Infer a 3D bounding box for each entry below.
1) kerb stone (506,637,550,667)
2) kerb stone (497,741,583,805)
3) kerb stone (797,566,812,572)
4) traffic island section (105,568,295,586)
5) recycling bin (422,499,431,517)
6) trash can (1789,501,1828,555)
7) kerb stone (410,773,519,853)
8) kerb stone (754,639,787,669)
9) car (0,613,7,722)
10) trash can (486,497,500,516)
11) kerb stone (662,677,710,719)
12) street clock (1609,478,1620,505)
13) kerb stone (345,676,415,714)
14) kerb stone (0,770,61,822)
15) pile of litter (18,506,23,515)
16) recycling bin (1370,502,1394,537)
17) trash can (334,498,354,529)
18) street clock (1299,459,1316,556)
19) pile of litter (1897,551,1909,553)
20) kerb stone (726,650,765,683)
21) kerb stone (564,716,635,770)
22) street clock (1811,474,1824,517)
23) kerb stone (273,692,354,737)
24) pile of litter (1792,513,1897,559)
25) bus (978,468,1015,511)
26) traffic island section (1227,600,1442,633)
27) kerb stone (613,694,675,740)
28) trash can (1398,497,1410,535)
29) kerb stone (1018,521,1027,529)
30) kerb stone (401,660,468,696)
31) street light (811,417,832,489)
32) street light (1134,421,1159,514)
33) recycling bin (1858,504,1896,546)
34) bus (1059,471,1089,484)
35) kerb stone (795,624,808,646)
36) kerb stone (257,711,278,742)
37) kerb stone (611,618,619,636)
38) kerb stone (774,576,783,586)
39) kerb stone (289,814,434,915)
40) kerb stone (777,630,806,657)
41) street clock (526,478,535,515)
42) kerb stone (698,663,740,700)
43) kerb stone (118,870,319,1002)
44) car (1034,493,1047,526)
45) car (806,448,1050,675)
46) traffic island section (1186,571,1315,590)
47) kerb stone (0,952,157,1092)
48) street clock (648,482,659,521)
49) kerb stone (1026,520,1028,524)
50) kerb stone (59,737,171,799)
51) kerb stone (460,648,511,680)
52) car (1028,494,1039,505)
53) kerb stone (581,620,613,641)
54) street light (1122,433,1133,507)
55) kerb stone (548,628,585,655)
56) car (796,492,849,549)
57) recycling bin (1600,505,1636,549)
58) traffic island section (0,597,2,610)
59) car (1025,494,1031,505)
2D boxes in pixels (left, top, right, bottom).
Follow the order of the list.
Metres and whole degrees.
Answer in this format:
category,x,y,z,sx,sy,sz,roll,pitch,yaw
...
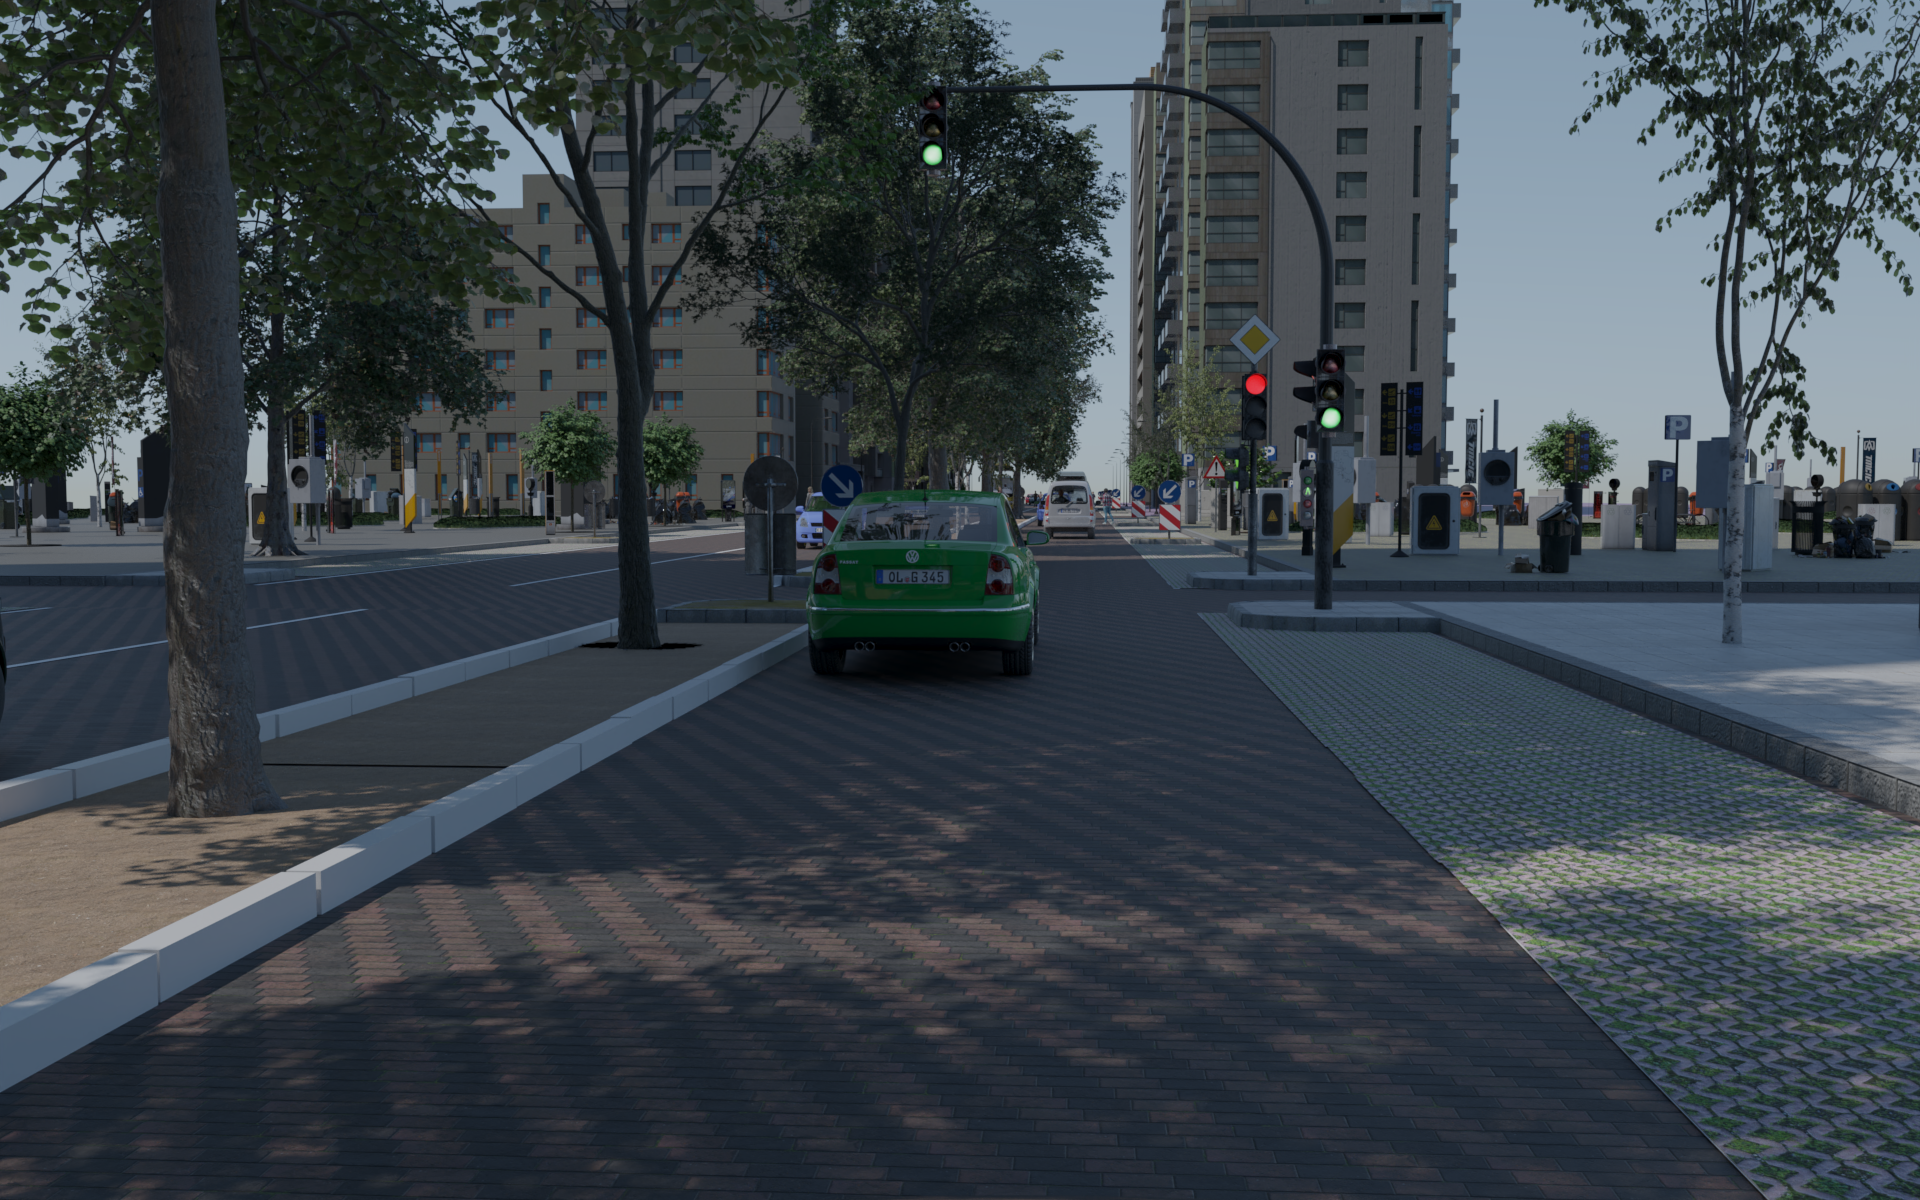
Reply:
category,x,y,z,sx,sy,sz,roll,pitch,yaw
kerb stone,-3.718,0.457,14.725,0.120,0.150,1.000,0,4,4
kerb stone,-2.054,0.847,8.437,0.120,0.150,1.000,0,4,4
kerb stone,-2.671,-0.453,29.603,0.120,0.150,1.000,0,4,4
traffic island section,-12.322,-0.381,28.503,2.009,0.180,2.903,0,4,4
recycling bin,-29.996,-5.142,96.632,0.722,1.027,0.722,1,4,10
trash can,17.812,-1.513,36.395,0.748,1.137,0.748,0,3,0
kerb stone,-2.121,0.906,7.417,0.120,0.150,1.000,0,4,4
kerb stone,-1.623,0.470,14.563,0.120,0.150,1.000,0,4,4
car,-6.323,0.100,8.149,2.009,1.686,4.222,0,4,3
trash can,-23.856,-4.702,88.539,0.748,1.137,0.748,0,3,0
kerb stone,-1.841,0.658,11.499,0.120,0.150,1.000,0,4,4
street clock,30.133,-4.600,79.782,0.358,2.002,0.471,-2,4,-30
kerb stone,-3.938,0.654,11.652,0.120,0.150,1.000,0,4,4
kerb stone,-4.223,0.895,7.563,0.120,0.150,1.000,0,4,4
pile of litter,-42.171,-3.903,77.782,1.719,0.858,1.176,3,4,38
recycling bin,12.713,-2.435,52.371,0.722,1.027,0.722,1,4,20
trash can,-22.541,-3.161,63.329,0.748,1.137,0.748,0,3,0
street clock,7.254,-1.929,36.107,0.358,2.002,0.471,2,4,33
pile of litter,20.023,-1.482,38.192,1.719,0.858,1.176,2,4,33
kerb stone,-1.700,0.529,13.540,0.120,0.150,1.000,0,4,4
kerb stone,-1.980,0.785,9.456,0.120,0.150,1.000,0,4,4
street clock,31.343,-3.596,63.360,0.358,2.002,0.471,-1,4,-8
kerb stone,-4.005,0.713,10.631,0.120,0.150,1.000,0,4,4
pile of litter,17.745,-1.281,34.902,1.719,0.858,1.176,3,4,38
bus,3.061,-8.839,136.059,2.896,3.916,12.252,0,4,2
traffic island section,4.067,0.180,19.344,2.009,0.180,2.903,0,4,4
kerb stone,-1.919,0.717,10.477,0.120,0.150,1.000,0,4,4
trash can,14.107,-2.615,54.412,0.748,1.137,0.748,0,3,0
kerb stone,2.807,-3.383,77.506,0.120,0.150,1.000,0,4,4
kerb stone,-3.863,0.582,12.685,0.120,0.150,1.000,0,4,4
street light,-8.406,-8.085,104.730,1.470,5.913,1.316,0,4,4
street light,11.887,-8.373,109.443,1.470,5.913,1.316,0,4,4
recycling bin,22.837,-1.873,43.173,0.722,1.027,0.722,1,4,17
bus,9.451,-9.284,146.654,2.948,3.499,13.247,0,4,4
kerb stone,-1.485,0.340,16.628,0.120,0.150,1.000,0,4,4
kerb stone,-4.088,0.770,9.606,0.120,0.150,1.000,0,4,4
kerb stone,-3.499,0.269,17.806,0.120,0.150,1.000,0,4,4
kerb stone,-2.822,-0.328,27.559,0.120,0.150,1.000,0,4,4
kerb stone,-2.199,0.966,6.397,0.120,0.150,1.000,0,4,4
kerb stone,-1.552,0.406,15.592,0.120,0.150,1.000,0,4,4
street clock,-19.929,-4.638,80.400,0.358,2.002,0.471,-3,5,-44
kerb stone,-1.768,0.596,12.519,0.120,0.150,1.000,0,4,4
kerb stone,-2.277,1.029,5.378,0.120,0.150,1.000,0,4,4
car,4.322,-4.192,78.134,1.945,1.707,3.694,0,4,2
car,-0.208,-0.386,15.115,1.959,1.807,4.718,0,4,4
traffic island section,4.628,-0.308,27.310,2.009,0.180,2.903,0,4,4
kerb stone,-2.343,1.094,4.358,0.120,0.150,1.000,0,4,4
street clock,-14.718,-4.813,83.270,0.471,2.002,0.358,1,4,11
kerb stone,2.872,-3.446,78.530,0.120,0.150,1.000,0,4,4
kerb stone,-4.150,0.832,8.585,0.120,0.150,1.000,0,4,4
kerb stone,-3.794,0.519,13.705,0.120,0.150,1.000,0,4,4
car,9.901,-13.122,226.341,2.131,1.459,4.920,0,4,3
kerb stone,-3.583,0.334,16.781,0.120,0.150,1.000,0,4,4
street light,13.363,-9.765,132.205,1.470,5.913,1.316,0,4,4
kerb stone,-3.641,0.394,15.756,0.120,0.150,1.000,0,4,4
car,-3.367,-2.246,46.315,1.945,1.707,3.694,0,4,3
recycling bin,15.464,-1.722,40.706,0.722,1.027,0.722,1,4,17
traffic island section,-12.882,0.107,20.537,2.009,0.180,2.903,0,4,4
car,9.956,-14.080,239.240,2.155,1.783,4.494,0,4,4
